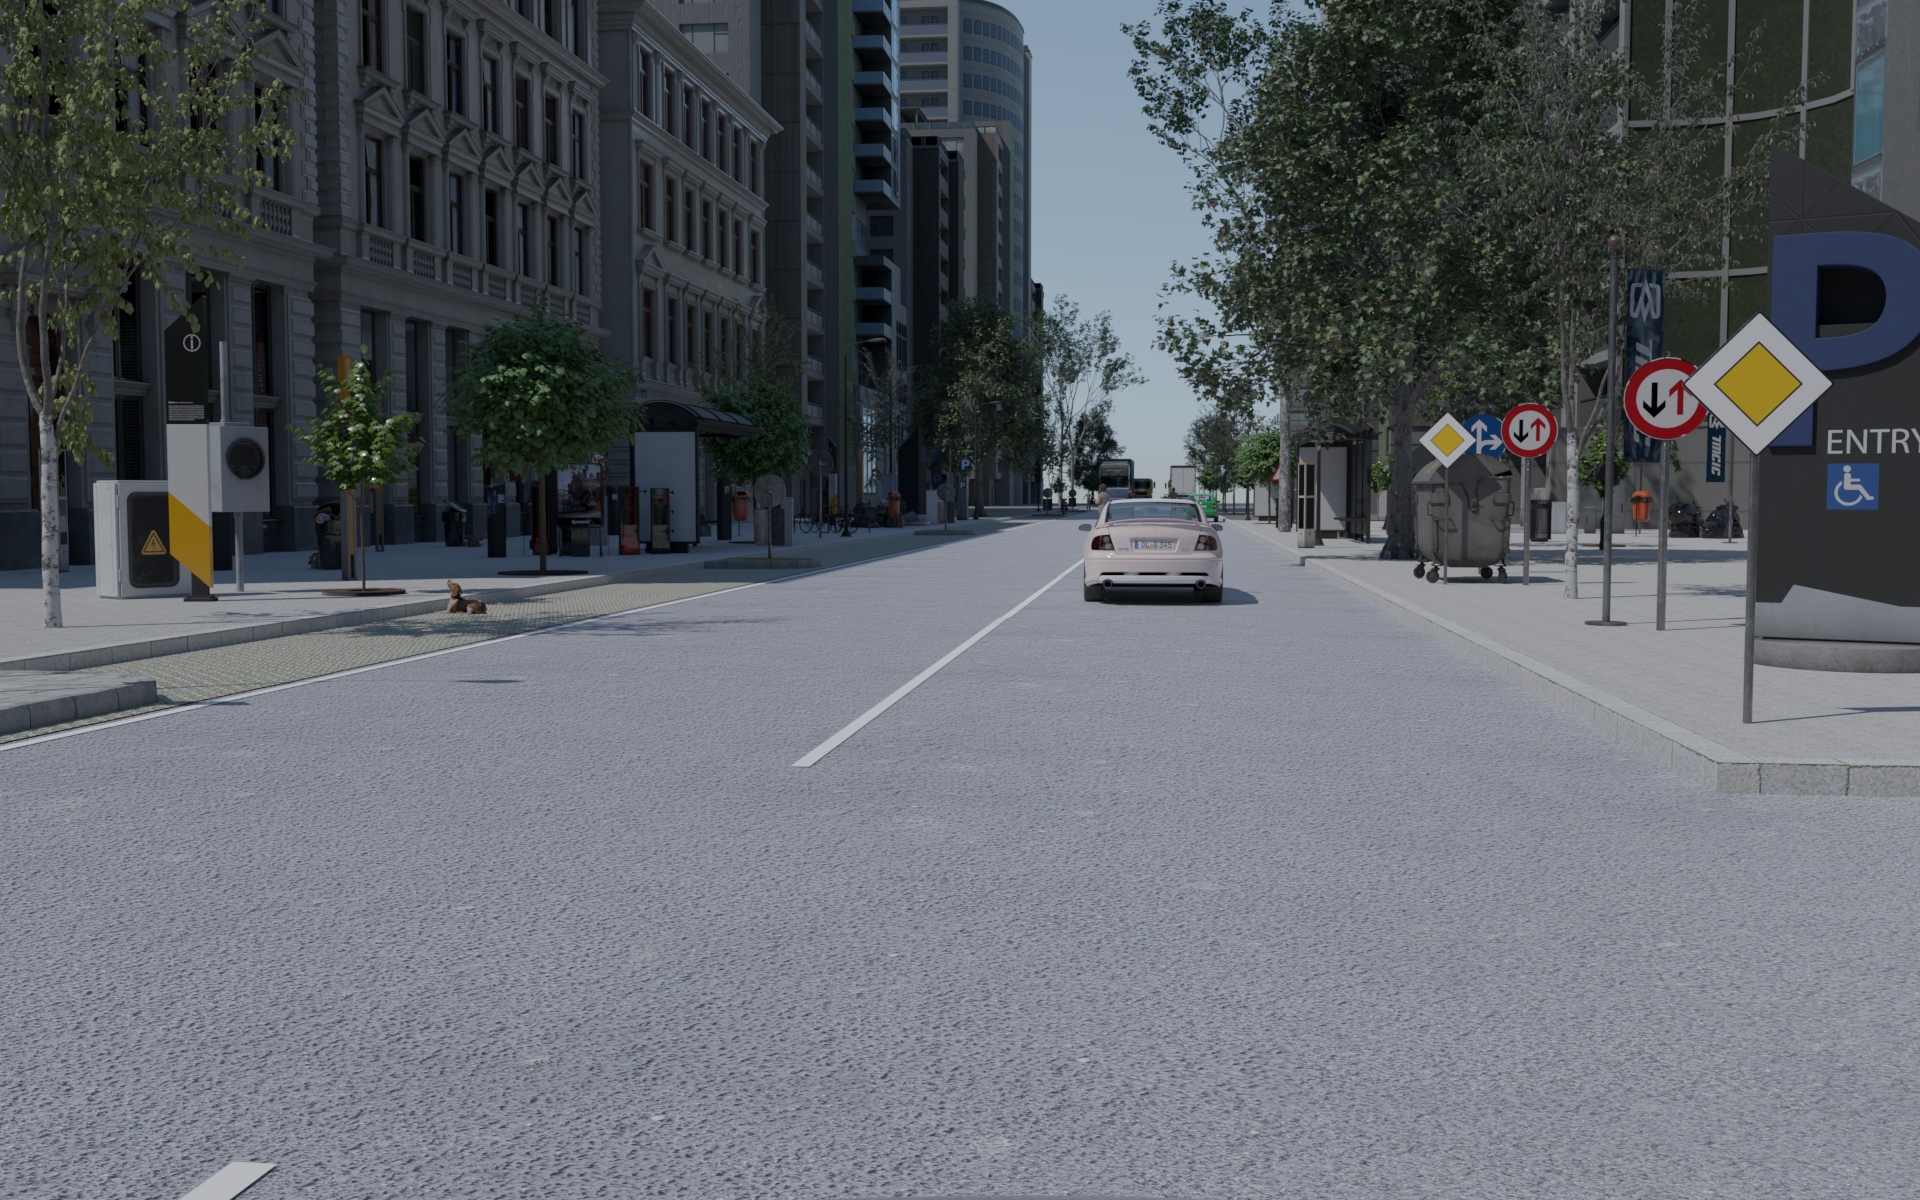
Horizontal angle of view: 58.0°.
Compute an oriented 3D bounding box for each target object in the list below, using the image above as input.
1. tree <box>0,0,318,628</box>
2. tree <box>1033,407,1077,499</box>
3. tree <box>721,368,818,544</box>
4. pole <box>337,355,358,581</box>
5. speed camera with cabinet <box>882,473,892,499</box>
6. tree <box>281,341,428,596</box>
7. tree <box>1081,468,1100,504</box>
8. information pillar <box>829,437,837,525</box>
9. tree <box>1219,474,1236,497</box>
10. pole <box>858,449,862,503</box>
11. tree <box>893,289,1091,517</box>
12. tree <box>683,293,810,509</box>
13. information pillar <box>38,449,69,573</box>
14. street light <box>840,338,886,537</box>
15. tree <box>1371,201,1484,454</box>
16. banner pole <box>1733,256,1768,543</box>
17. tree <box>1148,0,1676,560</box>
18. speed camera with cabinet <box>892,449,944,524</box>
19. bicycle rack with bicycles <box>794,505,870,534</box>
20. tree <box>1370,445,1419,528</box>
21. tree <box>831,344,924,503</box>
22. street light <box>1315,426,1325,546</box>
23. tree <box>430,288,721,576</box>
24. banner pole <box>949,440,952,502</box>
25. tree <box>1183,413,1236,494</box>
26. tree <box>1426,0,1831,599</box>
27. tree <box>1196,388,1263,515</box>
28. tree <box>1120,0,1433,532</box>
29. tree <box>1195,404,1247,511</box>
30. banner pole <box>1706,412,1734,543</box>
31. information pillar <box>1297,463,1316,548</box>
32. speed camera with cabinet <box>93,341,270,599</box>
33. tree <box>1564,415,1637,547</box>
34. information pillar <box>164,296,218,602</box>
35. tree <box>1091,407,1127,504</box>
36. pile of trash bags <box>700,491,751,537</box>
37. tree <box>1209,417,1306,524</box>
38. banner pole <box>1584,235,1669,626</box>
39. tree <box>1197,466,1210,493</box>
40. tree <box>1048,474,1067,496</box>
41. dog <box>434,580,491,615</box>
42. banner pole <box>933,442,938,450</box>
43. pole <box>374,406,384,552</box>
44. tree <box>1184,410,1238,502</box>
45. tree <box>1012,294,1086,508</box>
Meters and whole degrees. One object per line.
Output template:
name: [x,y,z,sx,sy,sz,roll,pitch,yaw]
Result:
tree: [-8.521,-4.046,16.521,4.737,8.622,4.395,0,3,0]
tree: [7.573,-11.767,142.760,4.737,8.622,4.395,0,3,0]
tree: [-5.372,-3.771,45.371,4.285,4.588,4.351,0,3,0]
pole: [-9.056,-1.942,25.601,0.158,3.312,0.155,0,3,0]
speed camera with cabinet: [-2.670,-5.021,76.421,0.660,3.252,2.038,2,4,29]
tree: [-7.556,-1.676,22.009,1.663,3.219,1.824,0,3,0]
tree: [18.932,-15.449,236.307,4.285,4.588,4.351,0,3,0]
information pillar: [-5.200,-4.856,70.756,0.183,3.616,0.504,-3,4,-39]
tree: [22.365,-9.295,146.575,1.663,3.219,1.824,0,3,0]
pole: [-4.511,-5.150,78.048,0.158,3.312,0.155,0,3,0]
tree: [0.983,-11.009,97.007,9.611,12.733,9.660,0,3,0]
tree: [-7.572,-6.877,62.796,4.737,8.622,4.395,0,3,0]
information pillar: [-14.754,-1.450,28.199,0.304,2.012,0.304,0,4,-1]
street light: [-2.884,-4.849,51.827,1.470,5.913,1.316,0,4,7]
tree: [11.800,-5.592,41.797,4.737,8.622,4.395,0,3,0]
banner pole: [7.697,-1.614,16.398,0.401,3.779,0.863,3,4,37]
tree: [8.726,-7.145,33.830,9.611,12.733,9.660,0,3,0]
speed camera with cabinet: [-1.734,-4.835,73.380,2.038,3.252,0.660,-1,4,-9]
bicycle rack with bicycles: [-4.239,-2.686,57.303,2.852,0.926,2.925,-3,5,-43]
tree: [16.595,-4.379,66.195,1.663,3.219,1.824,0,3,0]
tree: [-3.986,-8.211,84.606,4.360,8.622,3.978,0,3,0]
street light: [8.342,-4.300,42.849,1.470,5.913,1.316,0,4,7]
tree: [-6.798,-2.695,27.784,4.285,4.588,4.351,0,3,0]
banner pole: [-0.452,-5.488,79.738,0.401,3.779,0.863,0,4,3]
tree: [31.378,-17.750,215.974,9.928,11.665,9.643,0,3,0]
tree: [7.644,-4.308,20.794,4.360,8.622,3.978,0,3,0]
tree: [16.609,-9.538,106.308,4.360,8.622,3.978,0,3,0]
tree: [11.919,-12.275,56.579,12.611,20.169,13.585,0,3,0]
tree: [20.396,-11.168,132.964,4.737,8.622,4.395,0,3,0]
banner pole: [19.872,-3.372,45.146,0.863,3.779,0.401,1,4,11]
information pillar: [8.207,-2.234,41.010,0.304,2.012,0.304,-2,4,-23]
speed camera with cabinet: [-9.815,-1.685,21.892,0.660,3.252,2.038,3,4,37]
tree: [15.564,-2.911,42.201,1.663,3.219,1.824,0,3,0]
information pillar: [-9.150,-1.788,20.582,0.504,3.616,0.183,0,4,-1]
tree: [17.473,-19.031,228.160,9.611,12.733,9.660,0,3,0]
pile of trash bags: [-8.079,-2.632,52.785,3.447,1.369,1.912,-1,4,-19]
tree: [13.355,-5.530,74.128,4.285,4.588,4.351,0,3,0]
banner pole: [6.555,-1.648,16.956,0.863,3.779,0.401,-1,4,-20]
tree: [18.415,-7.768,110.722,4.285,4.588,4.351,0,3,0]
tree: [8.763,-9.766,154.281,1.663,3.219,1.824,0,3,0]
dog: [-5.899,-0.022,20.561,0.550,0.427,0.748,-2,4,-33]
banner pole: [-1.141,-5.710,83.382,0.401,3.779,0.863,-2,4,-26]
pole: [-12.881,-2.722,38.348,0.158,3.312,0.155,0,3,0]
tree: [28.191,-15.770,192.251,7.601,10.594,8.767,-1,4,-20]
tree: [10.327,-18.697,161.590,12.611,20.169,13.585,0,3,0]
